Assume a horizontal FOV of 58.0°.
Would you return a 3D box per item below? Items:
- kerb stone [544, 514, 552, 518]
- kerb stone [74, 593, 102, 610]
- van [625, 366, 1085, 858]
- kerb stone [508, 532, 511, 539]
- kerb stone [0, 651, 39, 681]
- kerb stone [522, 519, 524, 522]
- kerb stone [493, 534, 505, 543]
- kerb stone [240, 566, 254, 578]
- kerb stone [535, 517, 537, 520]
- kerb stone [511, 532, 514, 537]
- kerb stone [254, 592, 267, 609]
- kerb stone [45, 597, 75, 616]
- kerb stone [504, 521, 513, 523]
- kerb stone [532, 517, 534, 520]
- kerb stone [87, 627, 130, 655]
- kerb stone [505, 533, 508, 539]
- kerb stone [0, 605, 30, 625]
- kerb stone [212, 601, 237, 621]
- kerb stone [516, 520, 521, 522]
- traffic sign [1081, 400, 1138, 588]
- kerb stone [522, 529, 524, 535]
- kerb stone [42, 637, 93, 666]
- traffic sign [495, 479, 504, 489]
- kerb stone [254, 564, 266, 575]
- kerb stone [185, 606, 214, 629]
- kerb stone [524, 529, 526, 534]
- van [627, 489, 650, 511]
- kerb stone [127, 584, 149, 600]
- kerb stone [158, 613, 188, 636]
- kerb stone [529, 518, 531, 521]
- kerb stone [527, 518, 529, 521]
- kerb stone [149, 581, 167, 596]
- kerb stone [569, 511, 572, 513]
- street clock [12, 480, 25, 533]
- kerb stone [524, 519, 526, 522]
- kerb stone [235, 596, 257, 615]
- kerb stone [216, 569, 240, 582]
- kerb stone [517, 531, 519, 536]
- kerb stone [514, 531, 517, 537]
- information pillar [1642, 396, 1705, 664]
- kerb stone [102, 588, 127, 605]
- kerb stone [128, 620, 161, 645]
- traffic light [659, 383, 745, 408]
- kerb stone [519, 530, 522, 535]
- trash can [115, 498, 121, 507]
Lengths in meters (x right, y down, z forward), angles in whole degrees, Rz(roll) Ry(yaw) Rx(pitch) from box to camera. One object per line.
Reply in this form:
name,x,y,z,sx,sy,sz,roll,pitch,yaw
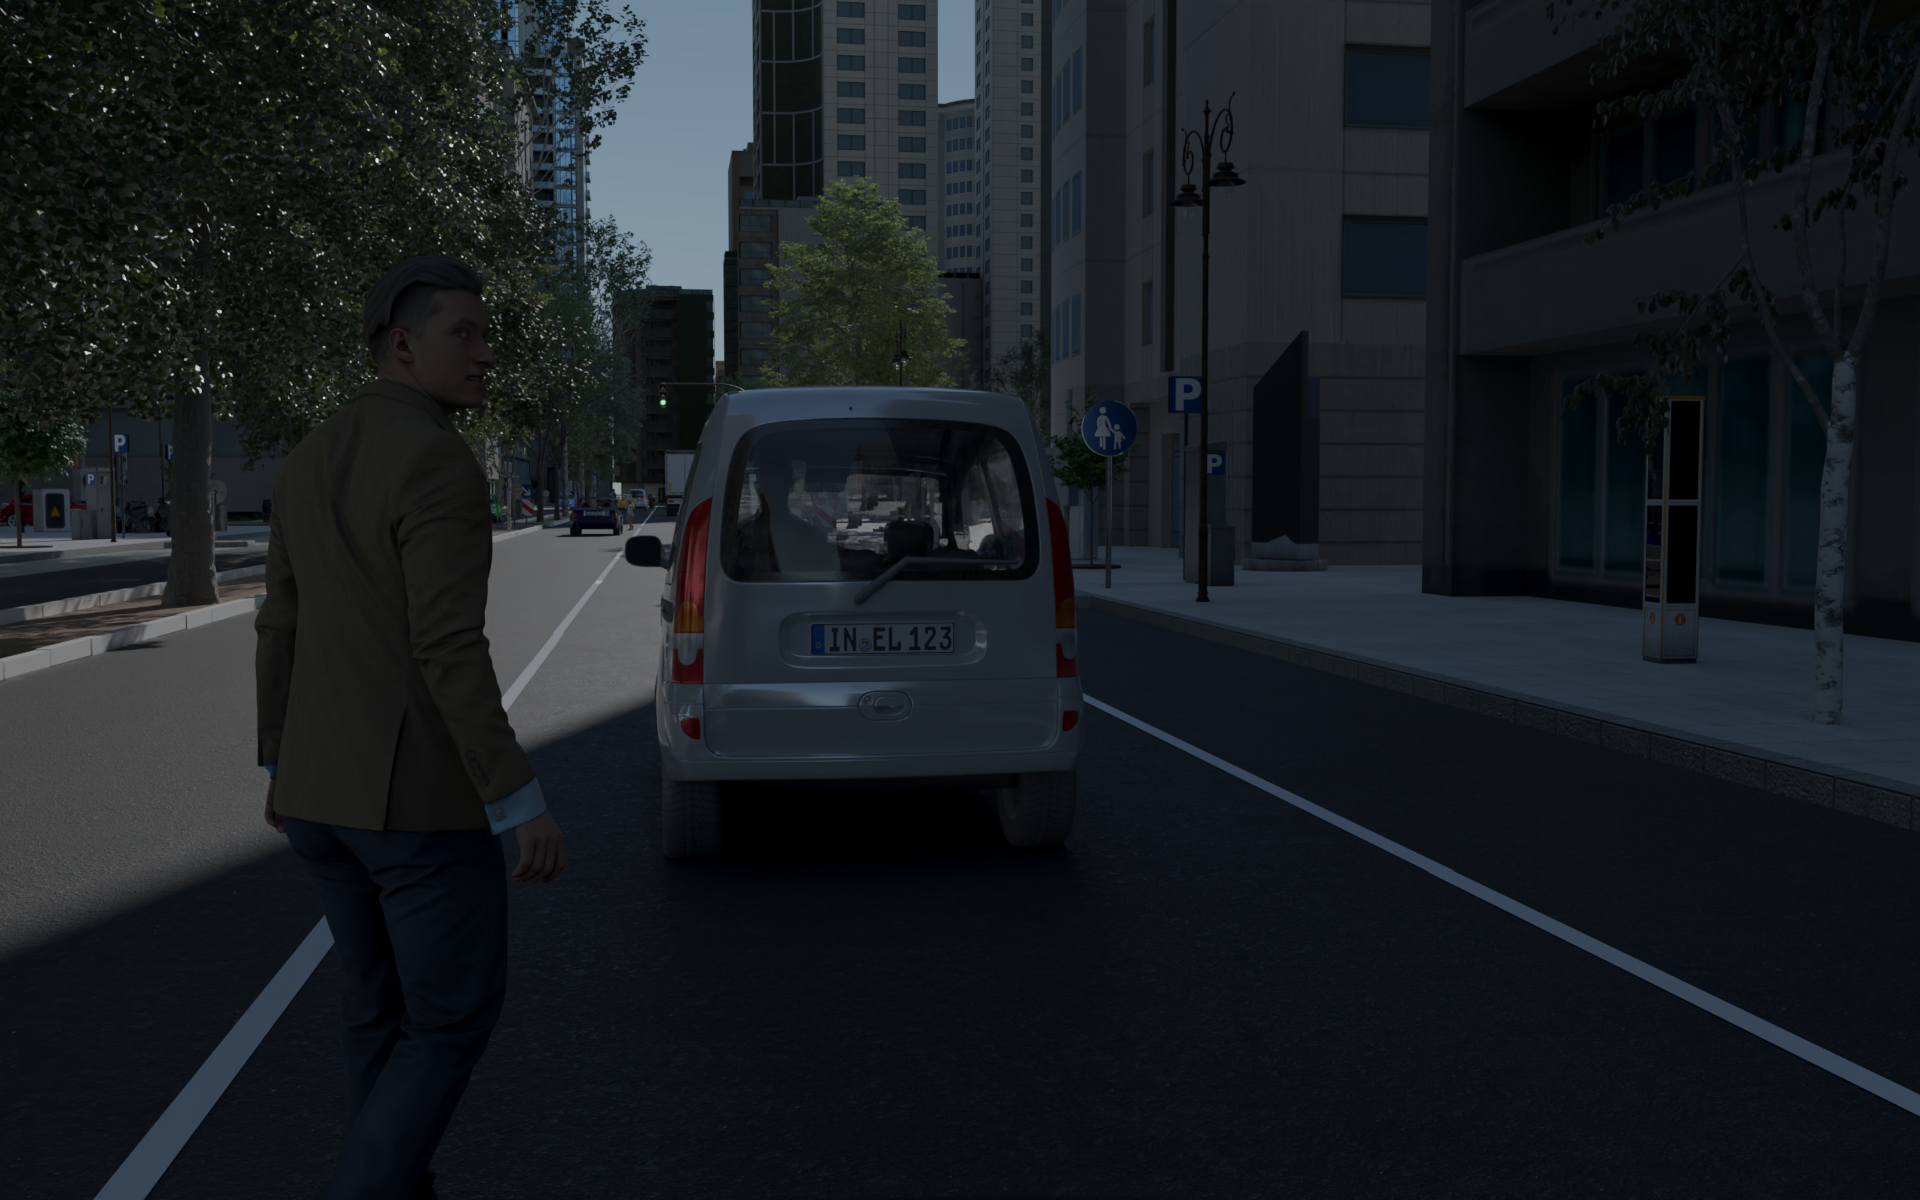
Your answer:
kerb stone,-25.254,-5.126,106.013,0.120,0.150,1.000,-1,4,-10
kerb stone,-10.947,0.038,21.573,0.120,0.150,1.000,-1,4,-10
van,-0.596,-0.078,8.280,2.013,2.044,4.112,-1,4,-9
kerb stone,-14.527,-2.025,55.311,0.120,0.150,1.000,-1,4,-10
kerb stone,-7.498,0.521,13.817,0.120,0.150,1.000,-1,4,-10
kerb stone,-21.821,-3.889,85.784,0.120,0.150,1.000,-1,4,-10
kerb stone,-14.181,-1.898,53.289,0.120,0.150,1.000,-1,4,-10
kerb stone,-12.316,-0.457,29.674,0.120,0.150,1.000,-1,4,-10
kerb stone,-23.189,-4.383,93.875,0.120,0.150,1.000,-1,4,-10
kerb stone,-14.699,-2.082,56.320,0.120,0.150,1.000,-1,4,-10
kerb stone,-8.869,0.018,21.907,0.120,0.150,1.000,-1,4,-10
kerb stone,-10.770,0.104,20.567,0.120,0.150,1.000,-1,4,-10
kerb stone,-20.788,-3.518,79.713,0.120,0.150,1.000,-1,4,-10
kerb stone,-22.847,-4.259,91.854,0.120,0.150,1.000,-1,4,-10
kerb stone,-7.840,0.388,15.849,0.120,0.150,1.000,-1,4,-10
kerb stone,-14.360,-1.963,54.297,0.120,0.150,1.000,-1,4,-10
kerb stone,-10.606,0.162,19.556,0.120,0.150,1.000,-1,4,-10
kerb stone,-8.519,0.142,19.881,0.120,0.150,1.000,-1,4,-10
kerb stone,-21.480,-3.765,83.759,0.120,0.150,1.000,-1,4,-10
traffic sign,2.018,-1.430,23.492,0.768,2.556,0.104,0,4,-3
kerb stone,-15.391,-2.335,60.369,0.120,0.150,1.000,-1,4,-10
kerb stone,-7.671,0.451,14.826,0.120,0.150,1.000,-1,4,-10
traffic sign,-39.389,-9.047,148.023,0.768,2.556,0.104,0,4,-2
kerb stone,-12.491,-0.519,30.689,0.120,0.150,1.000,-1,4,-10
kerb stone,-8.349,0.203,18.874,0.120,0.150,1.000,-1,4,-10
kerb stone,-15.563,-2.392,61.388,0.120,0.150,1.000,-1,4,-10
van,-27.088,-8.479,145.650,2.013,2.044,4.112,0,4,-8
kerb stone,-11.290,-0.083,23.595,0.120,0.150,1.000,-1,4,-10
kerb stone,-8.187,0.270,17.865,0.120,0.150,1.000,-1,4,-10
kerb stone,-22.504,-4.137,89.835,0.120,0.150,1.000,-1,4,-10
kerb stone,-22.330,-4.075,88.823,0.120,0.150,1.000,-1,4,-10
kerb stone,-11.462,-0.147,24.604,0.120,0.150,1.000,-1,4,-10
kerb stone,-30.047,-6.858,134.318,0.120,0.150,1.000,-1,4,-10
street clock,-31.008,-3.214,57.116,0.471,2.002,0.358,3,4,38
kerb stone,-21.989,-3.951,86.793,0.120,0.150,1.000,-1,4,-10
kerb stone,-8.696,0.082,20.897,0.120,0.150,1.000,-1,4,-10
kerb stone,-12.142,-0.395,28.657,0.120,0.150,1.000,-1,4,-10
kerb stone,-15.045,-2.211,58.348,0.120,0.150,1.000,-1,4,-10
kerb stone,-14.873,-2.150,57.340,0.120,0.150,1.000,-1,4,-10
information pillar,5.418,-0.531,13.167,0.304,2.012,0.304,0,4,-6
kerb stone,-11.110,-0.023,22.582,0.120,0.150,1.000,-1,4,-10
kerb stone,-8.013,0.326,16.857,0.120,0.150,1.000,-1,4,-10
traffic light,-9.914,-5.897,71.089,4.771,5.953,1.251,-1,4,-10
kerb stone,-15.202,-2.273,59.357,0.120,0.150,1.000,-1,4,-10
trash can,-29.904,-3.012,60.901,0.748,1.137,0.748,0,3,0
